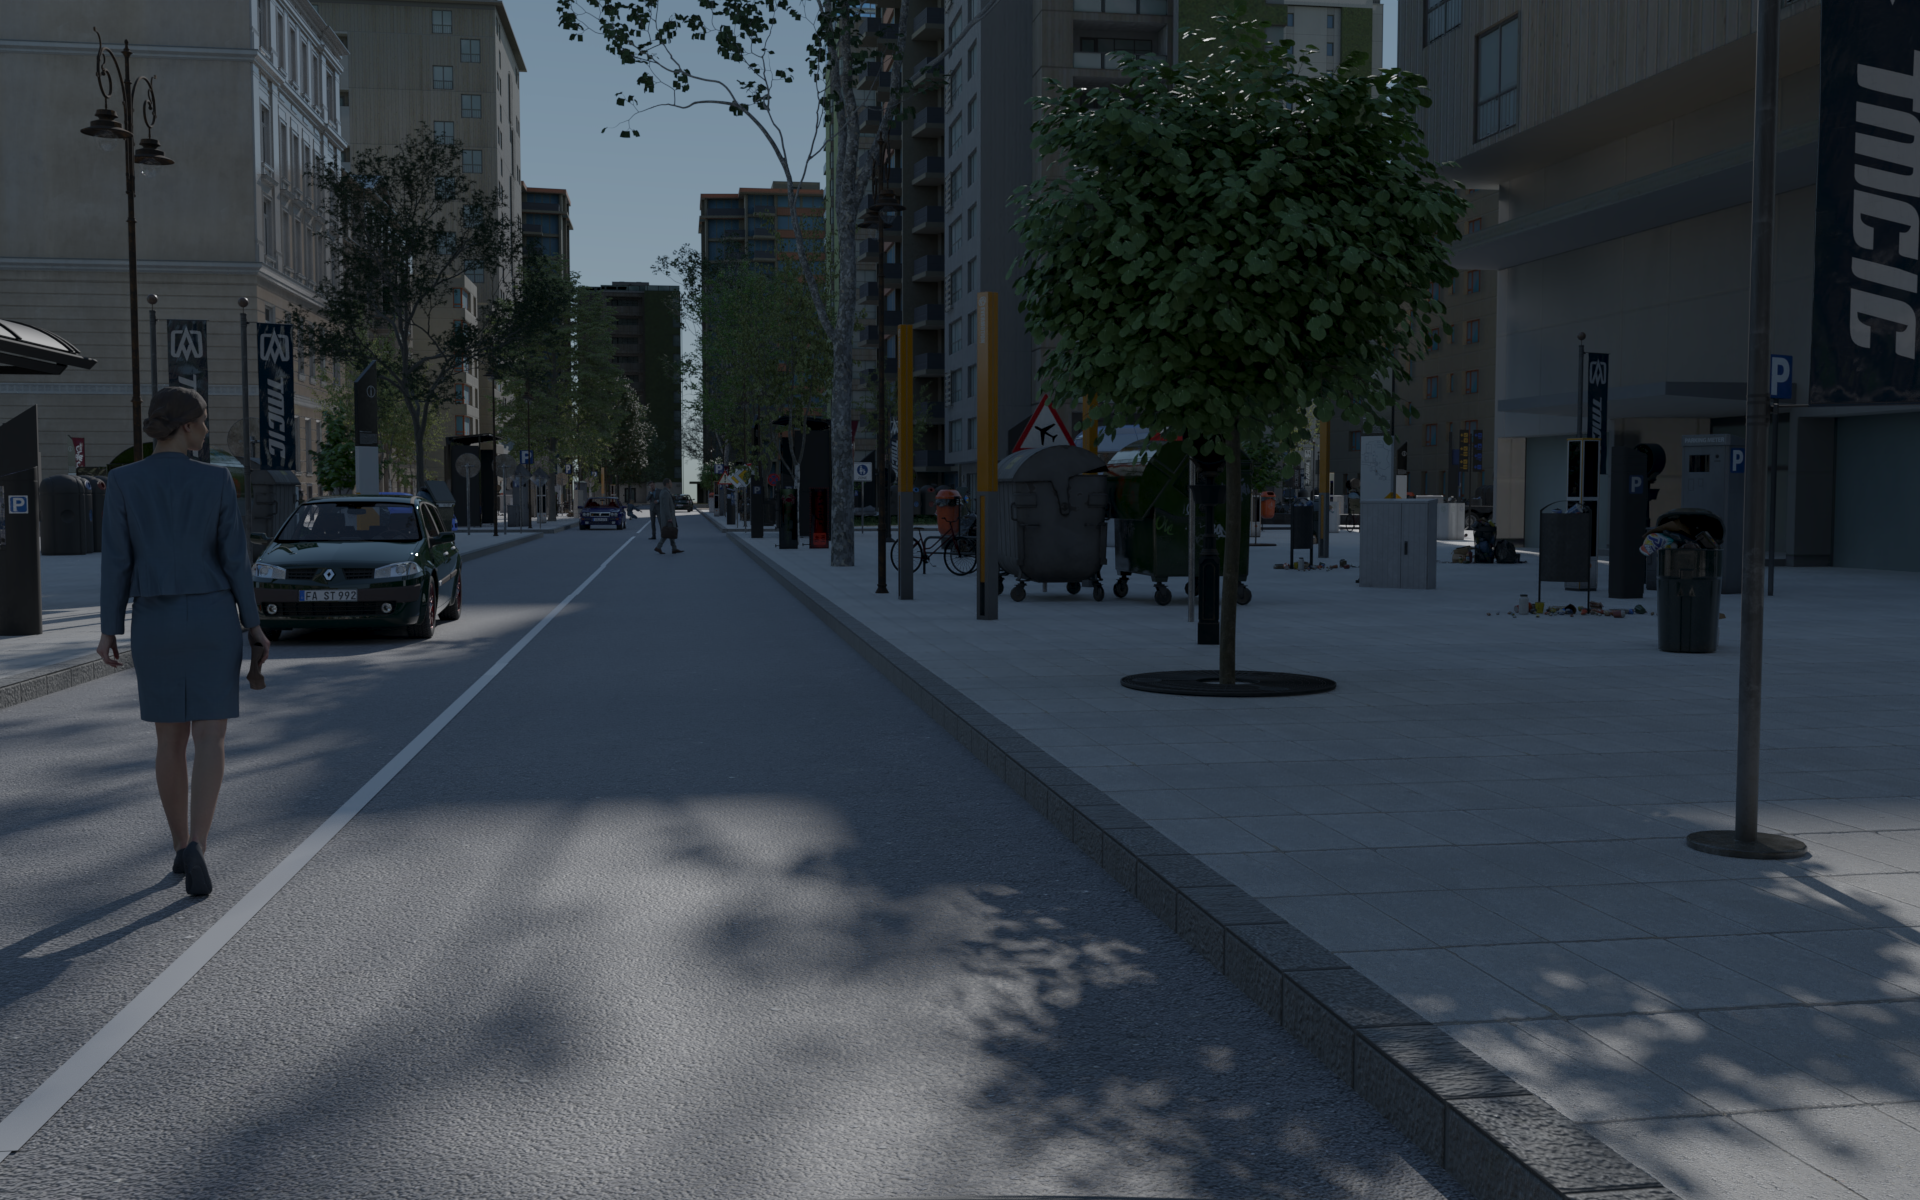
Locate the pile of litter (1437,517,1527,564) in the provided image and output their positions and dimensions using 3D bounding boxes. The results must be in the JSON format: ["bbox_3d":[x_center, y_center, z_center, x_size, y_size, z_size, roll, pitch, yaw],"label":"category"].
[{"bbox_3d":[9.678,-1.120,32.270,1.719,0.858,1.176,1,4,18],"label":"pile of litter"}]

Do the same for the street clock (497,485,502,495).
[{"bbox_3d":[-35.663,-7.907,133.842,0.471,2.002,0.358,-1,4,-10],"label":"street clock"}]

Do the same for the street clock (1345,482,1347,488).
[{"bbox_3d":[20.166,-5.193,89.471,0.358,2.002,0.471,-3,5,-44],"label":"street clock"}]

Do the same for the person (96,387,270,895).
[{"bbox_3d":[-2.850,0.136,6.305,0.581,1.822,0.654,-1,4,-8],"label":"person"}]

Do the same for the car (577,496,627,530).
[{"bbox_3d":[-14.480,-3.527,70.244,1.945,1.354,3.894,0,4,-8],"label":"car"}]

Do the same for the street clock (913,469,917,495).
[{"bbox_3d":[-1.409,-2.611,47.254,0.471,2.002,0.358,0,4,4],"label":"street clock"}]

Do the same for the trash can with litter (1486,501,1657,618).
[{"bbox_3d":[6.803,-0.444,18.323,2.233,1.210,1.678,1,4,23],"label":"trash can with litter"}]

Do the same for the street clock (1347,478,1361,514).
[{"bbox_3d":[18.252,-4.610,79.949,0.471,2.002,0.358,0,4,-1],"label":"street clock"}]

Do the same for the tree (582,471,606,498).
[{"bbox_3d":[-28.026,-8.294,130.203,1.663,3.219,1.824,0,3,0],"label":"tree"}]

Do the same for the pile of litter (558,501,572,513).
[{"bbox_3d":[-26.658,-6.280,116.638,1.176,0.858,1.719,-3,4,-37],"label":"pile of litter"}]

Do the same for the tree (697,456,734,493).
[{"bbox_3d":[-20.751,-10.114,149.076,4.285,4.588,4.351,0,3,0],"label":"tree"}]

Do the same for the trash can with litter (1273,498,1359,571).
[{"bbox_3d":[6.229,-1.147,29.810,2.233,1.210,1.678,-3,4,-38],"label":"trash can with litter"}]

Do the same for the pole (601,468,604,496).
[{"bbox_3d":[-27.407,-8.506,132.909,0.158,3.312,0.155,0,3,0],"label":"pole"}]

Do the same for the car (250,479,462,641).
[{"bbox_3d":[-6.299,-0.518,18.256,2.009,1.686,4.222,-1,4,-10],"label":"car"}]

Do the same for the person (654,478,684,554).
[{"bbox_3d":[-6.970,-2.011,41.486,0.767,1.812,0.694,-1,4,-18],"label":"person"}]

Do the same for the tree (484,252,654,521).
[{"bbox_3d":[-19.046,-10.021,81.970,7.486,12.596,7.792,0,3,0],"label":"tree"}]

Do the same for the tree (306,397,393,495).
[{"bbox_3d":[-12.391,-2.442,34.535,1.663,3.219,1.824,0,3,0],"label":"tree"}]

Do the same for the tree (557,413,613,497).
[{"bbox_3d":[-25.904,-10.402,120.438,4.737,8.622,4.395,0,3,0],"label":"tree"}]

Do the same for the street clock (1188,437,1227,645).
[{"bbox_3d":[2.128,-0.623,14.764,0.471,2.002,0.358,1,4,9],"label":"street clock"}]

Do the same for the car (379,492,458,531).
[{"bbox_3d":[-19.086,-3.032,59.164,3.694,1.707,1.945,-1,4,-10],"label":"car"}]

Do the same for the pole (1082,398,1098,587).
[{"bbox_3d":[1.788,-1.833,23.810,0.158,3.312,0.155,0,3,0],"label":"pole"}]

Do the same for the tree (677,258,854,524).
[{"bbox_3d":[-8.464,-9.169,75.668,9.928,11.665,9.643,0,3,0],"label":"tree"}]

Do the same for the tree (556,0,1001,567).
[{"bbox_3d":[-1.461,-10.745,31.570,12.611,20.169,13.585,0,3,0],"label":"tree"}]

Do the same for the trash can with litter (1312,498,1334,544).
[{"bbox_3d":[9.140,-2.024,44.478,0.624,1.170,1.055,2,4,33],"label":"trash can with litter"}]

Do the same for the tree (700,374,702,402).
[{"bbox_3d":[-11.123,-8.360,87.054,4.737,8.622,4.395,0,3,0],"label":"tree"}]

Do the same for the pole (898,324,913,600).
[{"bbox_3d":[-0.660,-1.659,20.973,0.158,3.312,0.155,0,3,0],"label":"pole"}]

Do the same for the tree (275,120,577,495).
[{"bbox_3d":[-13.099,-6.613,42.541,8.767,10.594,7.601,1,4,16],"label":"tree"}]

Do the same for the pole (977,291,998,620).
[{"bbox_3d":[0.279,-1.453,17.599,0.158,3.312,0.155,0,3,0],"label":"pole"}]

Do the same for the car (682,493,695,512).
[{"bbox_3d":[-22.853,-8.129,142.702,2.009,1.686,4.222,-1,4,-9],"label":"car"}]

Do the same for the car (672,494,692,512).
[{"bbox_3d":[-22.069,-7.732,136.197,2.009,1.686,4.222,-1,4,-10],"label":"car"}]

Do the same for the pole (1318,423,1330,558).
[{"bbox_3d":[7.314,-2.502,34.752,0.158,3.312,0.155,0,3,0],"label":"pole"}]

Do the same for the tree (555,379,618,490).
[{"bbox_3d":[-23.323,-9.533,106.229,4.360,8.622,3.978,0,3,0],"label":"tree"}]

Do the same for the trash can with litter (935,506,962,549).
[{"bbox_3d":[-0.266,-1.775,40.404,0.624,1.170,1.055,0,3,0],"label":"trash can with litter"}]

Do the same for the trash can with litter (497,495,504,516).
[{"bbox_3d":[-27.262,-5.553,101.854,1.678,1.210,2.233,-1,4,-15],"label":"trash can with litter"}]

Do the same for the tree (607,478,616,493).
[{"bbox_3d":[-36.065,-11.369,180.485,1.663,3.219,1.824,0,3,0],"label":"tree"}]

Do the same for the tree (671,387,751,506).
[{"bbox_3d":[-27.529,-17.250,192.402,12.009,13.543,11.850,0,3,0],"label":"tree"}]

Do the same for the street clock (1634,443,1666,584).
[{"bbox_3d":[9.805,-1.233,24.734,0.358,2.002,0.471,-1,4,-22],"label":"street clock"}]

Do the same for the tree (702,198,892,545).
[{"bbox_3d":[-4.202,-5.707,43.667,4.737,8.622,4.395,0,3,0],"label":"tree"}]

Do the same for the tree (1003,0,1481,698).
[{"bbox_3d":[1.755,-1.694,11.410,4.285,4.588,4.351,0,3,0],"label":"tree"}]

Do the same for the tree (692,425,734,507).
[{"bbox_3d":[-25.388,-13.797,175.948,4.360,8.622,3.978,0,3,0],"label":"tree"}]

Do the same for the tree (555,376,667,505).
[{"bbox_3d":[-32.553,-14.918,160.922,9.611,12.733,9.660,0,3,0],"label":"tree"}]

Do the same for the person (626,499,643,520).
[{"bbox_3d":[-18.280,-5.038,96.366,1.012,1.151,0.738,2,4,34],"label":"person"}]

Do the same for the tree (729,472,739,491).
[{"bbox_3d":[-17.740,-8.428,132.394,1.663,3.219,1.824,0,3,0],"label":"tree"}]

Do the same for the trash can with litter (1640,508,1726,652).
[{"bbox_3d":[5.992,-0.179,14.313,0.624,1.170,1.055,2,4,27],"label":"trash can with litter"}]

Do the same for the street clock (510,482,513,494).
[{"bbox_3d":[-23.322,-5.280,90.896,0.358,2.002,0.471,3,5,44],"label":"street clock"}]

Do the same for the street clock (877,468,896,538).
[{"bbox_3d":[-2.006,-2.619,47.395,0.471,2.002,0.358,2,4,32],"label":"street clock"}]

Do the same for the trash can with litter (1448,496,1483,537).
[{"bbox_3d":[14.653,-2.498,51.898,1.678,1.210,2.233,1,4,12],"label":"trash can with litter"}]

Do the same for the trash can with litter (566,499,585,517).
[{"bbox_3d":[-21.643,-5.262,97.424,0.624,1.170,1.055,2,4,25],"label":"trash can with litter"}]

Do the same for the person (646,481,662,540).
[{"bbox_3d":[-9.550,-2.823,54.455,0.655,1.846,0.447,1,4,9],"label":"person"}]
